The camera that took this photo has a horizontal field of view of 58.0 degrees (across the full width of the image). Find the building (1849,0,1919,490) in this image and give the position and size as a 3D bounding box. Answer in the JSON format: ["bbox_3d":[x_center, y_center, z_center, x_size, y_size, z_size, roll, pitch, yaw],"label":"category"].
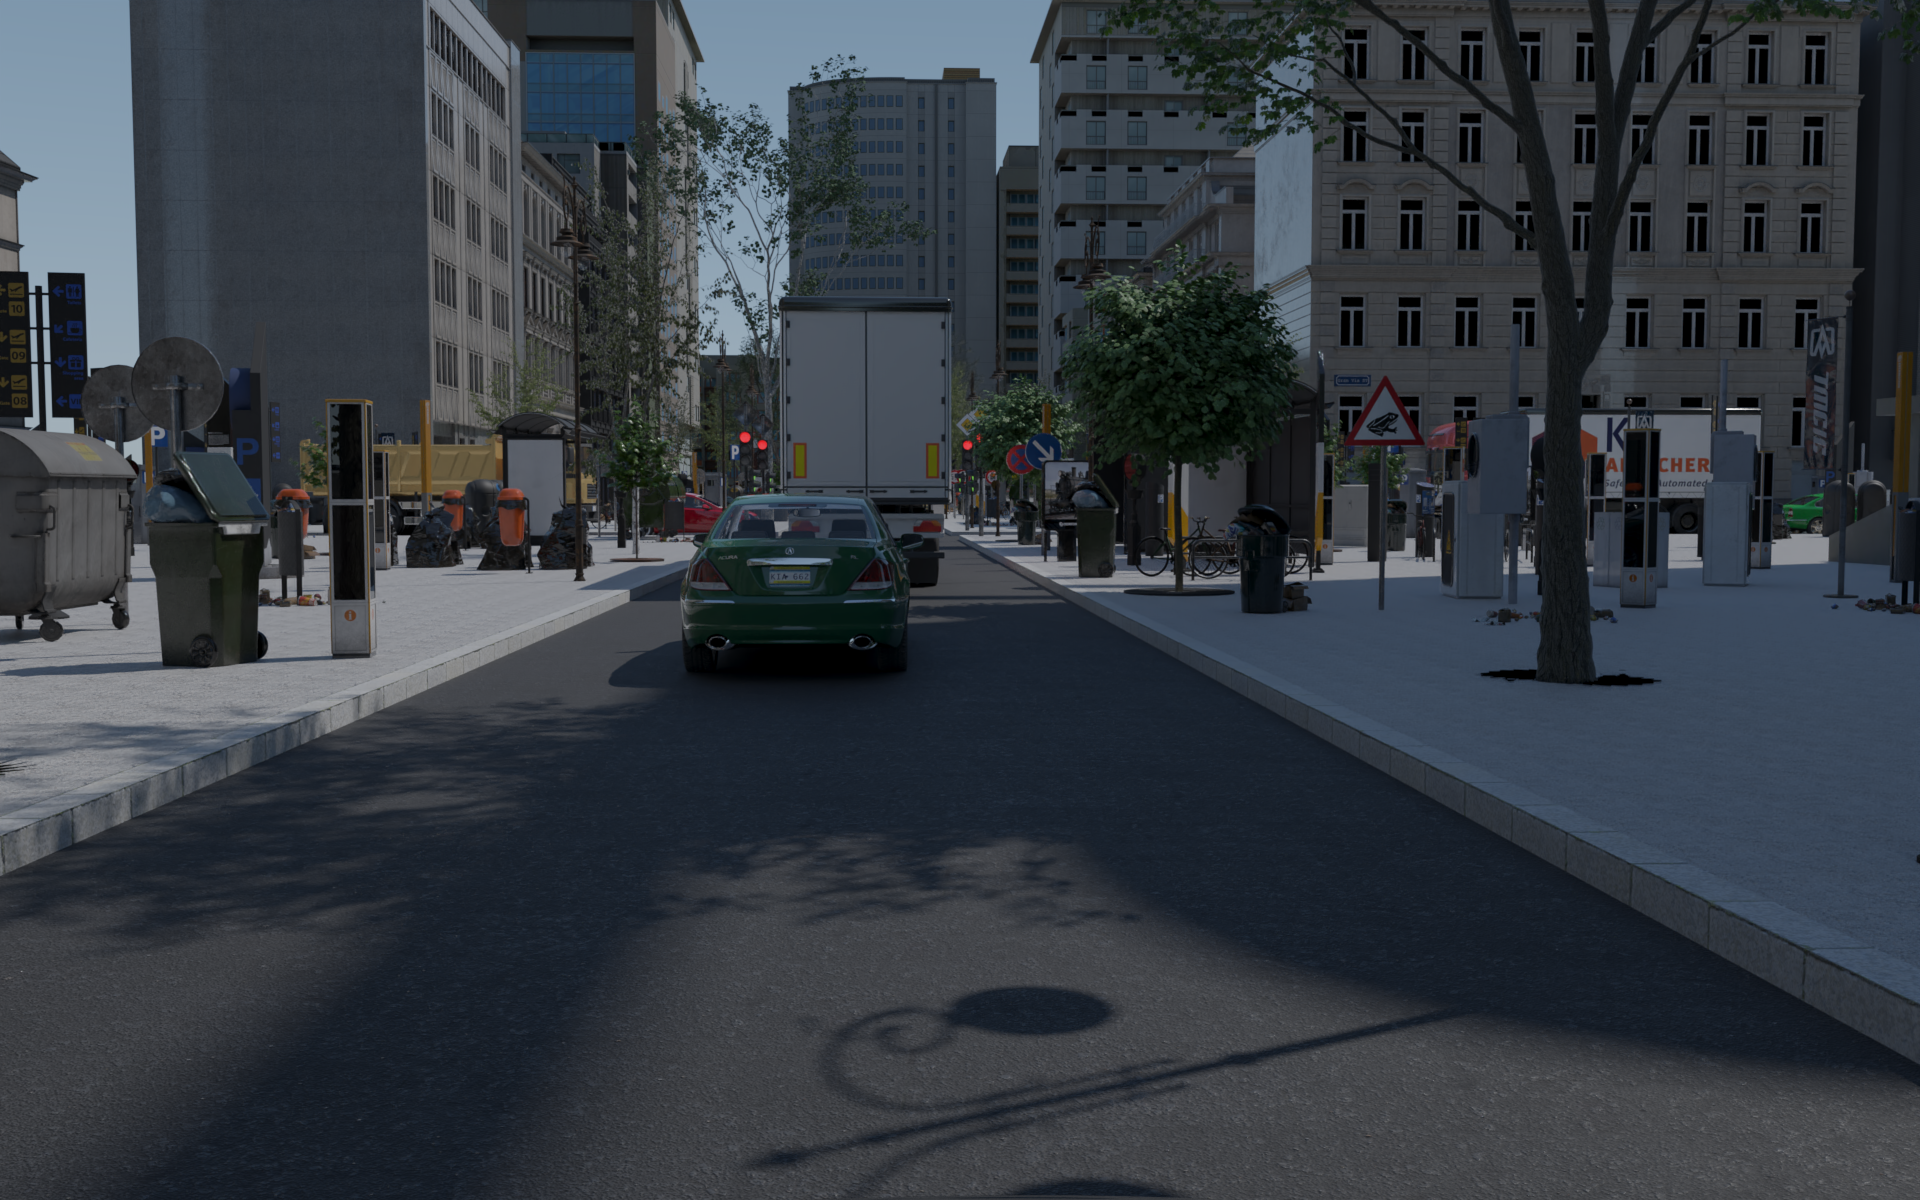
[{"bbox_3d":[52.284,-17.697,82.845,24.014,27.812,14.314,0,4,-3],"label":"building"}]

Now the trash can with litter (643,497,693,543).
[{"bbox_3d":[-7.239,-2.146,46.145,2.233,1.210,1.678,0,4,1],"label":"trash can with litter"}]

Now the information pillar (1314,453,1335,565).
[{"bbox_3d":[6.588,-1.641,31.315,0.304,2.012,0.304,0,4,3],"label":"information pillar"}]

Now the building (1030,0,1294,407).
[{"bbox_3d":[22.858,-36.332,183.269,28.713,52.752,27.495,0,4,-3],"label":"building"}]

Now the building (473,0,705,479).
[{"bbox_3d":[-41.692,-36.186,180.886,27.495,52.752,28.713,0,4,-3],"label":"building"}]

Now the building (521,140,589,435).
[{"bbox_3d":[-29.098,-16.749,102.731,11.050,23.489,19.941,0,4,-3],"label":"building"}]

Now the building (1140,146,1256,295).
[{"bbox_3d":[19.314,-16.099,105.026,13.314,21.916,24.055,0,4,-3],"label":"building"}]

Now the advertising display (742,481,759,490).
[{"bbox_3d":[-10.080,-4.783,83.416,0.974,1.923,0.123,-3,5,-43],"label":"advertising display"}]

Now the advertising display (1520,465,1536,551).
[{"bbox_3d":[12.909,-2.090,39.379,0.123,1.923,0.974,0,4,5],"label":"advertising display"}]

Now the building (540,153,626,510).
[{"bbox_3d":[-30.713,-17.806,120.805,12.332,23.373,15.834,0,4,-3],"label":"building"}]

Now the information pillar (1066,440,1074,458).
[{"bbox_3d":[4.603,-4.976,72.704,0.183,3.616,0.504,-2,4,-27],"label":"information pillar"}]

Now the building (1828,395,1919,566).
[{"bbox_3d":[32.990,-20.416,25.682,32.217,40.220,23.993,0,4,-3],"label":"building"}]

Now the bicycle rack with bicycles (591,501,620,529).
[{"bbox_3d":[-11.910,-3.125,64.481,2.925,0.926,2.852,1,4,13],"label":"bicycle rack with bicycles"}]

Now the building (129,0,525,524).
[{"bbox_3d":[-28.884,-16.173,82.450,12.078,24.808,19.932,0,4,-3],"label":"building"}]

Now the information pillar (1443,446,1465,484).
[{"bbox_3d":[7.663,-1.372,26.925,0.304,2.012,0.304,1,4,21],"label":"information pillar"}]

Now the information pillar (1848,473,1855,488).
[{"bbox_3d":[31.498,-3.483,61.444,0.304,2.012,0.304,-1,4,-17],"label":"information pillar"}]

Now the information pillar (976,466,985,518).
[{"bbox_3d":[1.090,-6.119,91.408,0.504,3.616,0.183,1,4,12],"label":"information pillar"}]

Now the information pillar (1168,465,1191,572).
[{"bbox_3d":[3.587,-2.263,28.358,0.183,3.616,0.504,3,5,41],"label":"information pillar"}]

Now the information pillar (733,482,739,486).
[{"bbox_3d":[-13.127,-5.938,101.582,0.304,2.012,0.304,-1,4,-21],"label":"information pillar"}]

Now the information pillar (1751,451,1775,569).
[{"bbox_3d":[13.690,-1.539,29.651,0.304,2.012,0.304,-2,4,-29],"label":"information pillar"}]

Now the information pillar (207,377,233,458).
[{"bbox_3d":[-13.145,-2.411,30.771,0.504,3.616,0.183,1,4,13],"label":"information pillar"}]

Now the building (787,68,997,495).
[{"bbox_3d":[-9.637,-42.840,242.425,28.212,58.520,21.231,0,4,-3],"label":"building"}]

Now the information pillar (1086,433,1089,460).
[{"bbox_3d":[4.918,-4.604,66.626,0.183,3.616,0.504,0,4,-2],"label":"information pillar"}]

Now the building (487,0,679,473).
[{"bbox_3d":[-33.133,-30.909,155.475,14.600,45.320,14.200,0,4,-3],"label":"building"}]

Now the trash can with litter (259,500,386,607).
[{"bbox_3d":[-7.927,-0.574,20.449,1.678,1.210,2.233,-3,5,-40],"label":"trash can with litter"}]

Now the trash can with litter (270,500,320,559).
[{"bbox_3d":[-13.183,-1.401,34.296,1.055,1.170,0.624,1,4,16],"label":"trash can with litter"}]

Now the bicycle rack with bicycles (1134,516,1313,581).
[{"bbox_3d":[4.143,-0.813,26.676,2.925,0.926,2.852,0,4,0],"label":"bicycle rack with bicycles"}]

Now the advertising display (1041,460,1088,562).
[{"bbox_3d":[2.033,-1.696,32.940,0.974,1.923,0.123,-1,4,-13],"label":"advertising display"}]

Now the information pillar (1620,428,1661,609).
[{"bbox_3d":[7.665,-0.919,19.517,0.304,2.012,0.304,-3,5,-44],"label":"information pillar"}]

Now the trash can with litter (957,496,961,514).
[{"bbox_3d":[0.172,-5.999,109.471,0.624,1.170,1.055,-1,4,-8],"label":"trash can with litter"}]

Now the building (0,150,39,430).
[{"bbox_3d":[-53.076,-12.980,76.858,19.286,19.102,10.561,0,4,-3],"label":"building"}]

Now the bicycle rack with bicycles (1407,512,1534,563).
[{"bbox_3d":[9.878,-1.215,33.251,2.852,0.926,2.925,1,4,16],"label":"bicycle rack with bicycles"}]

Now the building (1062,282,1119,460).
[{"bbox_3d":[24.540,-19.027,156.127,27.650,21.520,28.899,0,4,-3],"label":"building"}]

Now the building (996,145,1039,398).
[{"bbox_3d":[15.291,-37.926,243.795,21.600,48.544,21.300,0,4,-3],"label":"building"}]

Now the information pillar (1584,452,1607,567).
[{"bbox_3d":[11.263,-1.602,30.689,0.304,2.012,0.304,1,4,13],"label":"information pillar"}]

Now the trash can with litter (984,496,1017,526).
[{"bbox_3d":[1.681,-3.607,70.026,2.233,1.210,1.678,-3,4,-38],"label":"trash can with litter"}]

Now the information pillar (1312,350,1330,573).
[{"bbox_3d":[5.837,-2.248,28.102,0.183,3.616,0.504,0,4,7],"label":"information pillar"}]

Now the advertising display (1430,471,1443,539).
[{"bbox_3d":[13.761,-2.702,49.384,0.974,1.923,0.123,-3,4,-36],"label":"advertising display"}]

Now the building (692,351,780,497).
[{"bbox_3d":[-38.764,-24.493,245.505,28.899,21.520,27.650,0,4,-3],"label":"building"}]

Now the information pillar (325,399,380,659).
[{"bbox_3d":[-4.775,-0.557,13.600,0.304,2.012,0.304,-1,4,-9],"label":"information pillar"}]

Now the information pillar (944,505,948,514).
[{"bbox_3d":[-0.977,-7.224,109.463,0.504,3.616,0.183,-2,4,-32],"label":"information pillar"}]

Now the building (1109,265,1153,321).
[{"bbox_3d":[16.692,-16.052,127.071,10.561,19.102,19.286,0,4,-3],"label":"building"}]

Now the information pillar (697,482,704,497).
[{"bbox_3d":[-13.413,-5.209,89.660,0.304,2.012,0.304,0,3,0],"label":"information pillar"}]

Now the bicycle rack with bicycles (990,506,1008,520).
[{"bbox_3d":[2.716,-4.384,85.062,2.852,0.926,2.925,1,4,16],"label":"bicycle rack with bicycles"}]

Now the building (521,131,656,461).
[{"bbox_3d":[-32.852,-22.630,141.700,14.160,30.474,14.107,0,4,-3],"label":"building"}]

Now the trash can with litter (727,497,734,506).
[{"bbox_3d":[-10.134,-4.056,77.708,1.055,1.170,0.624,3,5,43],"label":"trash can with litter"}]

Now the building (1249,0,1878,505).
[{"bbox_3d":[26.991,-17.359,81.076,25.104,27.353,12.463,0,4,-3],"label":"building"}]

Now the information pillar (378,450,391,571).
[{"bbox_3d":[-9.771,-1.506,29.116,0.304,2.012,0.304,0,4,-6],"label":"information pillar"}]

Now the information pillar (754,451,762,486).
[{"bbox_3d":[-9.919,-5.733,85.082,0.504,3.616,0.183,0,4,-8],"label":"information pillar"}]
